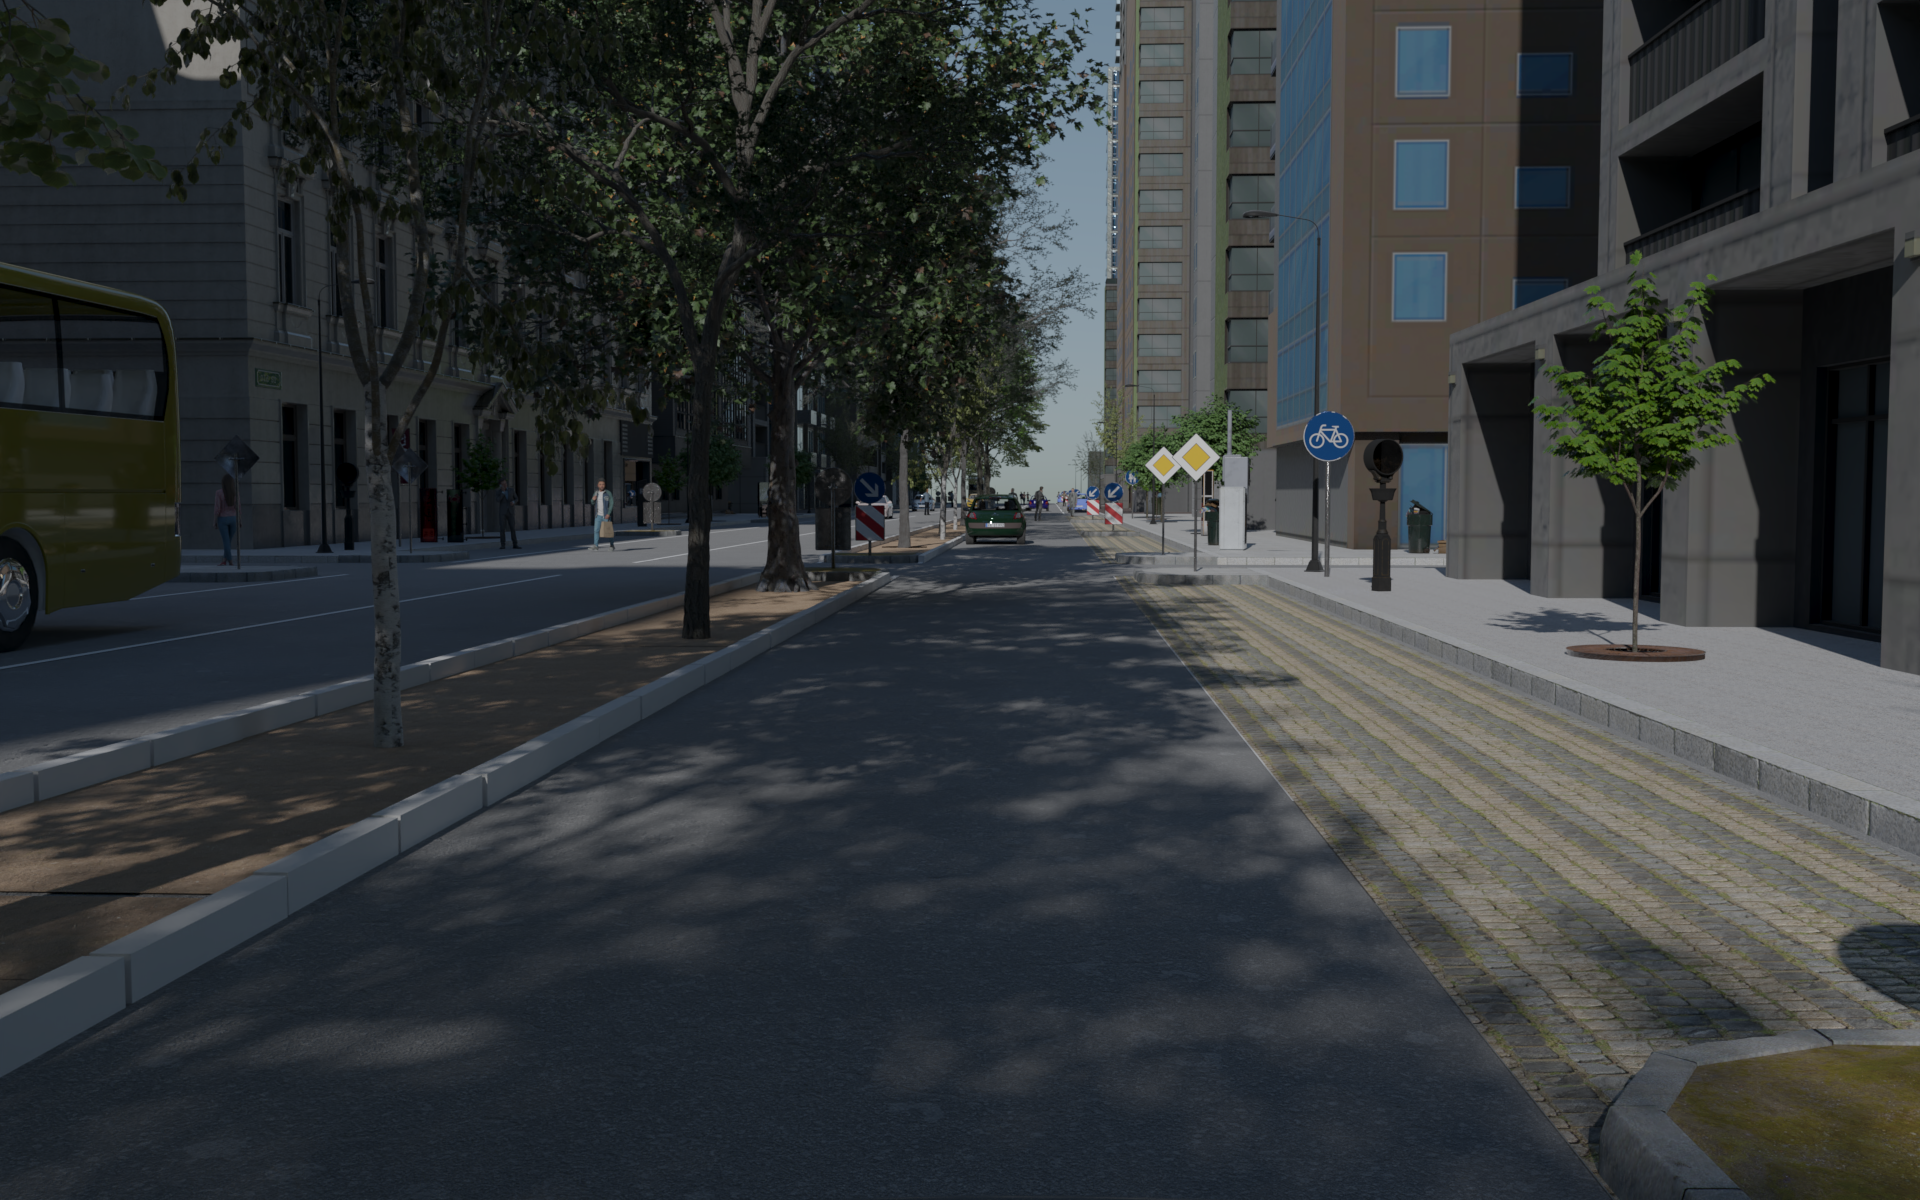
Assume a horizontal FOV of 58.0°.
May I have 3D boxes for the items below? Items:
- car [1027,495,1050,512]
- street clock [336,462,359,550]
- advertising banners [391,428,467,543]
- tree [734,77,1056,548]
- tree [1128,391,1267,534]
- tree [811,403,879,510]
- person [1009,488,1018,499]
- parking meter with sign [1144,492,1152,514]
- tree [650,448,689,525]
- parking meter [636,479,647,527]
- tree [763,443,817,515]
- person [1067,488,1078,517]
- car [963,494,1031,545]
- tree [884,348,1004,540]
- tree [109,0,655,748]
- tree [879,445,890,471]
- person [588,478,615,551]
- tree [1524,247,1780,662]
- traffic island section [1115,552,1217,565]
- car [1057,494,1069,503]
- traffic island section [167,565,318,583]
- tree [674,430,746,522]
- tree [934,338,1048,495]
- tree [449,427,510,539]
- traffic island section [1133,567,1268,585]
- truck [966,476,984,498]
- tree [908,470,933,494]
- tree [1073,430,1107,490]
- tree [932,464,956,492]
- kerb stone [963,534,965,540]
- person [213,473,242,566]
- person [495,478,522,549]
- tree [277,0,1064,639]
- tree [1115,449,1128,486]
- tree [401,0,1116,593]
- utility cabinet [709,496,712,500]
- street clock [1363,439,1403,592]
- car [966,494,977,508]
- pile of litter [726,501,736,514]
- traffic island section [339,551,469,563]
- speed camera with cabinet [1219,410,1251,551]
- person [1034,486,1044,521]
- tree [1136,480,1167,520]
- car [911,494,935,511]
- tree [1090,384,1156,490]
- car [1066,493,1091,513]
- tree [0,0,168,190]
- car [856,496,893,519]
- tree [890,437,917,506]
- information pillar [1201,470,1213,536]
[{"bbox_3d":[6.527,-8.013,143.585,1.945,1.354,3.894,0,4,3],"label":"car"},{"bbox_3d":[-13.985,-2.143,39.603,0.471,2.002,0.358,0,4,-8],"label":"street clock"},{"bbox_3d":[-14.044,-3.035,45.808,2.074,3.025,0.090,1,4,10],"label":"advertising banners"},{"bbox_3d":[-1.499,-8.126,45.682,12.009,13.543,11.850,0,3,0],"label":"tree"},{"bbox_3d":[8.200,-4.392,55.516,4.285,4.588,4.351,0,3,0],"label":"tree"},{"bbox_3d":[-9.081,-11.051,131.039,4.360,8.622,3.978,0,3,0],"label":"tree"},{"bbox_3d":[2.975,-5.533,99.369,0.661,1.777,0.834,-2,4,-28],"label":"person"},{"bbox_3d":[12.360,-6.969,110.197,0.543,3.016,1.738,-2,4,-31],"label":"parking meter with sign"},{"bbox_3d":[-12.040,-4.757,72.379,1.663,3.219,1.824,0,3,0],"label":"tree"},{"bbox_3d":[-12.544,-3.821,68.192,0.399,1.863,0.255,-1,4,-17],"label":"parking meter"},{"bbox_3d":[-10.505,-7.557,107.269,4.285,4.588,4.351,0,3,0],"label":"tree"},{"bbox_3d":[7.015,-6.106,108.433,0.694,1.812,0.767,1,4,20],"label":"person"},{"bbox_3d":[1.060,-2.488,50.469,2.009,1.686,4.222,0,4,2],"label":"car"},{"bbox_3d":[-0.565,-6.204,54.252,4.737,8.622,4.395,0,3,0],"label":"tree"},{"bbox_3d":[-3.225,-3.454,9.287,4.360,8.622,3.978,0,3,0],"label":"tree"},{"bbox_3d":[-8.558,-11.663,141.059,4.360,8.622,3.978,0,3,0],"label":"tree"},{"bbox_3d":[-8.822,-2.106,42.924,0.794,1.824,0.713,3,4,36],"label":"person"},{"bbox_3d":[5.343,-1.172,13.760,1.663,3.219,1.824,0,3,0],"label":"tree"},{"bbox_3d":[4.318,-0.879,36.659,2.009,0.180,2.903,0,4,3],"label":"traffic island section"},{"bbox_3d":[15.078,-14.901,253.218,1.945,1.707,3.694,0,4,2],"label":"car"},{"bbox_3d":[-12.305,-0.442,29.506,2.009,0.180,2.903,0,4,3],"label":"traffic island section"},{"bbox_3d":[-11.719,-5.971,81.336,4.285,4.588,4.351,0,3,0],"label":"tree"},{"bbox_3d":[1.541,-10.455,99.159,9.928,11.665,9.643,0,3,0],"label":"tree"},{"bbox_3d":[-13.892,-3.381,49.886,1.663,3.219,1.824,0,3,0],"label":"tree"},{"bbox_3d":[3.915,-0.392,28.684,2.009,0.180,2.903,0,4,3],"label":"traffic island section"},{"bbox_3d":[2.477,-16.464,258.099,2.839,4.237,11.283,0,4,1],"label":"truck"},{"bbox_3d":[-4.987,-14.090,214.087,4.285,4.588,4.351,0,3,0],"label":"tree"},{"bbox_3d":[15.204,-15.201,198.894,4.360,8.622,3.978,0,3,0],"label":"tree"},{"bbox_3d":[-2.568,-18.986,260.783,4.360,8.622,3.978,0,3,0],"label":"tree"},{"bbox_3d":[-0.011,-1.821,51.983,0.120,0.150,1.000,0,4,3],"label":"kerb stone"},{"bbox_3d":[-13.841,-1.484,32.770,0.388,1.821,0.555,2,4,33],"label":"person"},{"bbox_3d":[-11.773,-2.254,45.151,0.655,1.846,0.447,-2,4,-28],"label":"person"},{"bbox_3d":[-2.642,-4.866,16.425,8.767,10.594,7.601,0,4,3],"label":"tree"},{"bbox_3d":[9.185,-5.795,78.458,4.285,4.588,4.351,0,3,0],"label":"tree"},{"bbox_3d":[-2.598,-6.458,25.058,9.611,12.733,9.660,0,3,0],"label":"tree"},{"bbox_3d":[-12.803,-4.568,85.848,1.020,1.237,0.306,-2,4,-29],"label":"utility cabinet"},{"bbox_3d":[5.568,-1.117,22.828,0.471,2.002,0.358,-1,4,-18],"label":"street clock"},{"bbox_3d":[1.619,-10.085,175.111,2.015,1.641,3.980,0,4,3],"label":"car"},{"bbox_3d":[-14.881,-5.881,110.112,1.176,0.858,1.719,-2,4,-34],"label":"pile of litter"},{"bbox_3d":[-11.902,-0.930,37.481,2.009,0.180,2.903,0,4,3],"label":"traffic island section"},{"bbox_3d":[6.390,-2.805,40.195,0.660,3.252,2.038,1,4,13],"label":"speed camera with cabinet"},{"bbox_3d":[4.229,-5.126,92.114,0.447,1.846,0.655,-3,5,-43],"label":"person"},{"bbox_3d":[9.964,-5.652,87.018,1.663,3.219,1.824,0,3,0],"label":"tree"},{"bbox_3d":[-3.057,-8.123,144.811,2.014,1.417,4.499,0,4,3],"label":"car"},{"bbox_3d":[10.597,-10.076,115.099,4.737,8.622,4.395,0,3,0],"label":"tree"},{"bbox_3d":[9.121,-7.547,132.979,1.945,1.707,3.694,0,4,3],"label":"car"},{"bbox_3d":[-3.498,-5.046,3.093,7.486,12.596,7.792,0,3,0],"label":"tree"},{"bbox_3d":[-4.917,-5.355,99.918,2.083,1.381,4.827,0,4,3],"label":"car"},{"bbox_3d":[-6.548,-14.351,184.993,4.360,8.622,3.978,0,3,0],"label":"tree"},{"bbox_3d":[7.557,-2.967,52.998,0.304,2.012,0.304,0,4,-8],"label":"information pillar"}]
